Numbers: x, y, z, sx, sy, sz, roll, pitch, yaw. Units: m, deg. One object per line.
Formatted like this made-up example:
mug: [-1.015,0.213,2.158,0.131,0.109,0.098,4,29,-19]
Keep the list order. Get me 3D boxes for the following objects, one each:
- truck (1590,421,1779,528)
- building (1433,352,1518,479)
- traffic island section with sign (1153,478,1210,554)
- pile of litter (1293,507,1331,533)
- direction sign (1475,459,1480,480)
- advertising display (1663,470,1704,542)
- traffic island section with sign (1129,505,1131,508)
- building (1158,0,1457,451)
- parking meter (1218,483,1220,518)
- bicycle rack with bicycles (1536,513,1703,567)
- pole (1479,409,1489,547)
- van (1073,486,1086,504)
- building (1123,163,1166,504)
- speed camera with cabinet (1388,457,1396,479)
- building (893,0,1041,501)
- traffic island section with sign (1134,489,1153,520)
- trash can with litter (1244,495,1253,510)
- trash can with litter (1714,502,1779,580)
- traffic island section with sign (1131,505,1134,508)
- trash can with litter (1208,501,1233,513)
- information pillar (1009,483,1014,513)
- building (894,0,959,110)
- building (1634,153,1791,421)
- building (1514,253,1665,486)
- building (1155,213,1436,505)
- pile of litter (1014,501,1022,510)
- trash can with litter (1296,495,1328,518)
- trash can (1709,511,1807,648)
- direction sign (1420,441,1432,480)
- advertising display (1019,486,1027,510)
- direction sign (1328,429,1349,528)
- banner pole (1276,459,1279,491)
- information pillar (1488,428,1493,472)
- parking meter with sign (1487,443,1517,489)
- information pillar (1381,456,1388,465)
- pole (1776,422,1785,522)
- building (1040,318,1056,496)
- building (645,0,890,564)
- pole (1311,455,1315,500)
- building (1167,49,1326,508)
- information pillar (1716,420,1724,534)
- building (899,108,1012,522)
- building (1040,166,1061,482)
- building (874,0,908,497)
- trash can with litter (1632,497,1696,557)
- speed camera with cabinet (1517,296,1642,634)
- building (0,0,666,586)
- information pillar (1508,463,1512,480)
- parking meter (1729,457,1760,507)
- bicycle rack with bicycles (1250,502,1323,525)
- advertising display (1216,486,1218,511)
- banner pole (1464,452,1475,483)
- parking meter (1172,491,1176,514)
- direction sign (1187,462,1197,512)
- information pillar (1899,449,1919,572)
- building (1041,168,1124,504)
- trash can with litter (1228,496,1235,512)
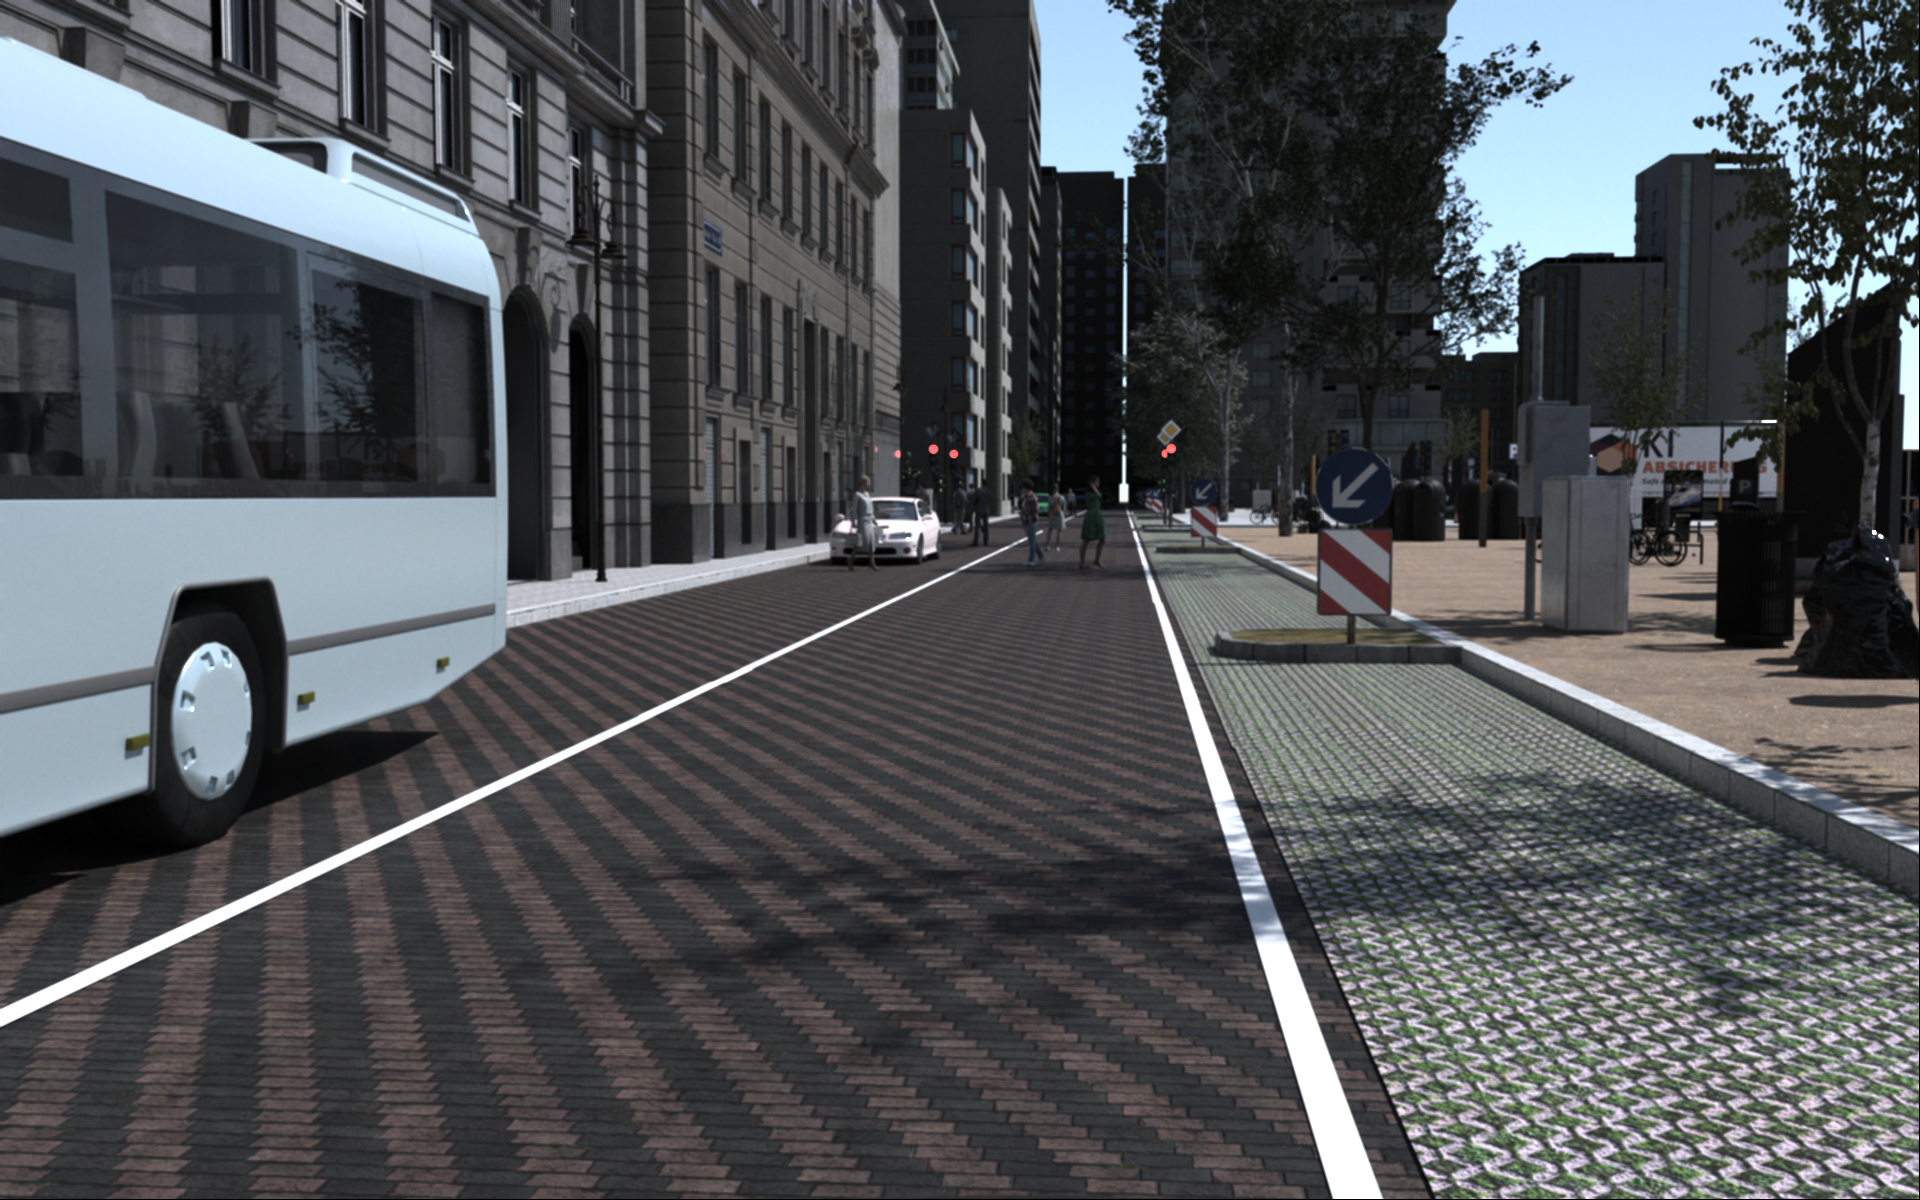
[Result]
truck: [29.288,-4.817,67.673,11.283,4.237,2.839,0,4,7]
building: [79.557,-24.159,240.045,28.899,21.520,27.650,0,4,5]
traffic island section with sign: [5.813,-2.062,42.350,1.989,1.847,2.006,0,4,5]
pile of litter: [11.551,-2.615,56.720,1.719,0.858,1.176,2,4,28]
direction sign: [33.016,-7.282,111.061,0.379,3.537,0.876,-3,5,-44]
advertising display: [19.307,-2.510,46.258,0.974,1.923,0.123,1,4,11]
traffic island section with sign: [18.209,-10.172,174.946,1.989,1.847,2.006,0,4,5]
building: [35.499,-36.329,183.212,28.713,52.752,27.495,0,4,5]
parking meter: [14.317,-5.443,94.699,0.399,1.863,0.255,-1,4,-9]
bicycle rack with bicycles: [12.274,-1.124,31.755,2.852,0.926,2.925,-1,4,-21]
pole: [12.650,-2.935,41.829,0.158,3.312,0.155,0,3,0]
van: [13.835,-11.815,197.563,2.240,2.365,5.245,0,4,6]
building: [29.920,-35.893,236.962,14.200,45.320,14.600,0,4,5]
speed camera with cabinet: [23.722,-6.030,92.919,2.038,3.252,0.660,1,4,23]
building: [-3.720,-32.795,159.894,21.300,48.544,21.600,0,4,5]
traffic island section with sign: [10.991,-5.448,97.699,1.989,1.847,2.006,0,4,5]
trash can with litter: [23.099,-7.741,137.623,1.678,1.210,2.233,2,4,35]
trash can with litter: [11.655,-0.866,25.546,1.055,1.170,0.624,-3,5,-40]
traffic island section with sign: [13.533,-7.109,124.861,1.989,1.847,2.006,0,4,5]
trash can with litter: [17.427,-6.530,117.829,2.233,1.210,1.678,1,4,8]
information pillar: [3.514,-6.911,117.483,0.304,2.012,0.304,-1,4,-10]
building: [-13.405,-26.847,130.826,32.217,40.220,23.993,0,4,5]
building: [90.623,-32.208,210.201,14.086,41.232,14.154,0,4,5]
building: [76.511,-26.901,211.532,14.107,30.474,14.160,0,4,5]
building: [39.962,-31.627,208.986,32.217,40.220,23.993,0,4,5]
pile of litter: [4.534,-7.553,137.457,1.176,0.858,1.719,3,4,38]
trash can with litter: [18.907,-5.085,94.195,2.233,1.210,1.678,1,4,13]
trash can: [6.719,-0.182,14.622,0.748,1.137,0.748,0,3,0]
direction sign: [19.813,-5.001,73.765,0.379,3.537,0.876,-1,4,-16]
advertising display: [5.126,-7.958,135.332,0.974,1.923,0.123,1,4,10]
direction sign: [13.288,-4.213,60.882,0.876,3.537,0.379,-2,4,-25]
banner pole: [22.981,-8.266,125.159,0.401,3.779,0.863,2,4,28]
information pillar: [18.890,-4.312,61.859,0.183,3.616,0.504,0,4,-5]
parking meter with sign: [18.671,-3.925,60.440,0.543,3.016,1.738,-2,4,-28]
information pillar: [26.055,-7.031,106.317,0.504,3.616,0.183,1,4,20]
pole: [22.989,-3.342,48.479,0.158,3.312,0.155,0,3,0]
building: [-4.138,-20.858,186.069,27.650,21.520,28.899,0,4,5]
building: [-9.391,-15.061,43.516,12.463,27.353,25.104,0,4,5]
pole: [18.320,-5.876,89.908,0.158,3.312,0.155,0,3,0]
building: [26.623,-29.355,163.548,14.154,41.232,14.086,0,4,5]
information pillar: [24.122,-3.887,54.903,0.183,3.616,0.504,1,4,22]
building: [-11.943,-15.202,93.596,27.650,21.520,28.899,0,4,5]
building: [5.638,-32.678,217.875,14.086,41.232,14.154,0,4,5]
building: [-11.477,-12.974,61.283,18.267,20.994,9.793,0,4,5]
trash can with litter: [14.425,-1.530,36.067,1.678,1.210,2.233,2,4,35]
speed camera with cabinet: [5.922,-1.371,16.754,0.660,3.252,2.038,0,4,5]
building: [-12.424,-10.858,19.323,13.314,21.916,24.055,0,4,5]
information pillar: [41.811,-8.585,131.717,0.183,3.616,0.504,-1,4,-16]
parking meter: [12.102,-1.287,26.747,0.399,1.863,0.255,2,4,28]
bicycle rack with bicycles: [14.179,-3.691,73.731,2.925,0.926,2.852,3,5,40]
advertising display: [19.814,-7.831,133.258,0.123,1.923,0.974,0,4,3]
banner pole: [30.315,-6.928,103.288,0.863,3.779,0.401,-1,4,-9]
parking meter: [13.838,-6.357,112.353,0.372,1.533,0.369,0,3,0]
direction sign: [16.557,-8.057,123.734,0.876,3.537,0.379,-2,4,-35]
information pillar: [15.640,-1.472,28.560,0.304,2.012,0.304,-1,4,-12]
building: [15.434,-36.049,239.503,14.200,45.320,14.600,0,4,5]
trash can with litter: [19.467,-6.910,124.369,0.624,1.170,1.055,-1,4,-14]
